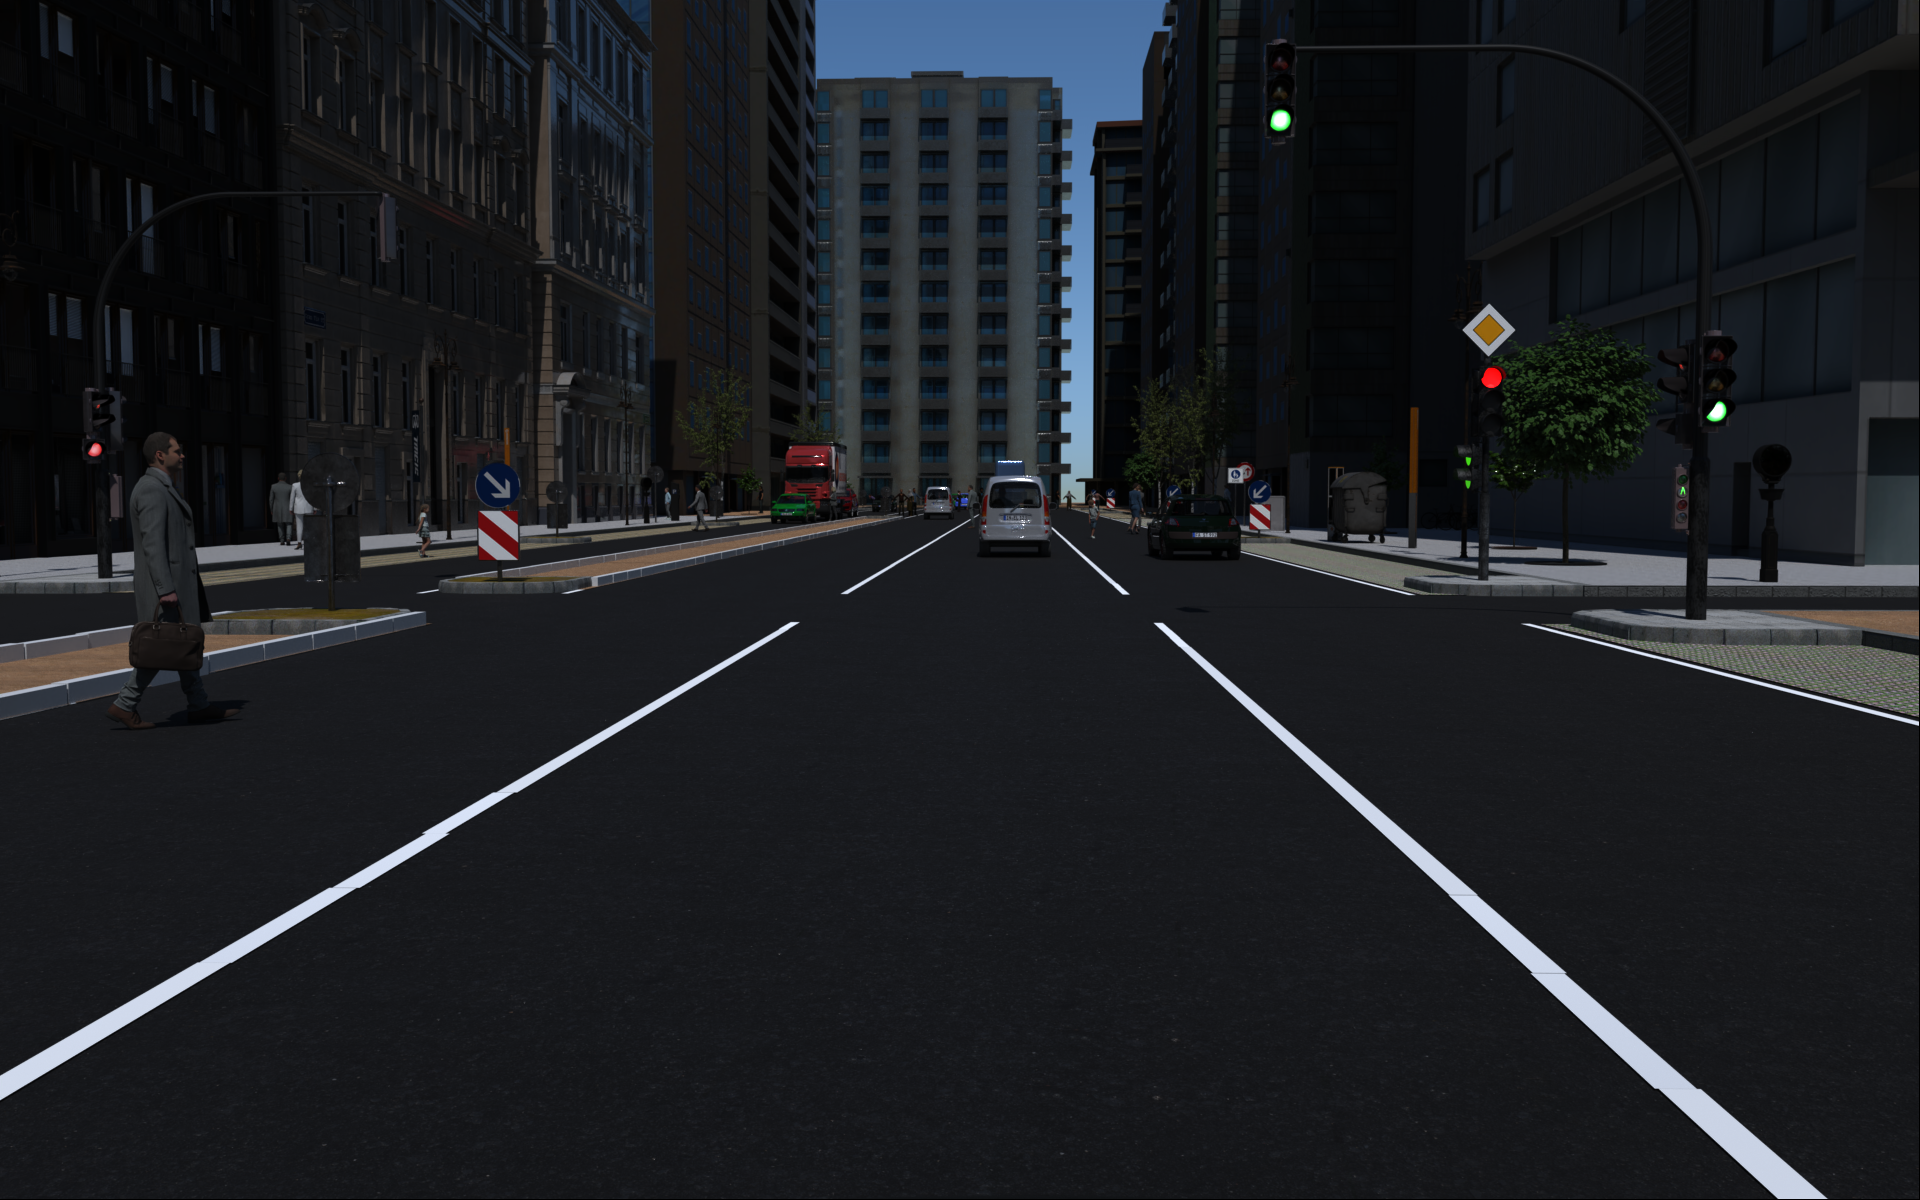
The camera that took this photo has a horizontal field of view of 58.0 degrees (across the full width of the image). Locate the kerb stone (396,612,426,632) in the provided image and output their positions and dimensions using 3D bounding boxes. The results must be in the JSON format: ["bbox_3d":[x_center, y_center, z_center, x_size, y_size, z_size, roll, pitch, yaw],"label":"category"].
[{"bbox_3d":[-5.897,0.233,18.388,0.120,0.150,1.000,0,4,2],"label":"kerb stone"}]

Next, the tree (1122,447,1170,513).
[{"bbox_3d":[12.633,-8.258,118.727,4.285,4.588,4.351,0,3,0],"label":"tree"}]

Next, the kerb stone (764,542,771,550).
[{"bbox_3d":[-5.074,-1.372,44.625,0.120,0.150,1.000,0,4,2],"label":"kerb stone"}]

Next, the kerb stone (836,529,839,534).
[{"bbox_3d":[-4.539,-2.437,62.063,0.120,0.150,1.000,0,4,2],"label":"kerb stone"}]

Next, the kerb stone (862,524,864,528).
[{"bbox_3d":[-4.218,-3.066,72.334,0.120,0.150,1.000,0,4,2],"label":"kerb stone"}]

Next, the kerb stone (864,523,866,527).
[{"bbox_3d":[-4.181,-3.129,73.357,0.120,0.150,1.000,0,4,2],"label":"kerb stone"}]

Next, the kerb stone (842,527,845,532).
[{"bbox_3d":[-4.475,-2.560,64.113,0.120,0.150,1.000,0,4,2],"label":"kerb stone"}]

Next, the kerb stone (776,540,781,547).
[{"bbox_3d":[-5.022,-1.497,46.672,0.120,0.150,1.000,0,4,2],"label":"kerb stone"}]

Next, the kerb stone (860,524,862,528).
[{"bbox_3d":[-4.251,-3.004,71.313,0.120,0.150,1.000,0,4,2],"label":"kerb stone"}]

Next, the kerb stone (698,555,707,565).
[{"bbox_3d":[-5.368,-0.803,35.389,0.120,0.150,1.000,0,4,2],"label":"kerb stone"}]

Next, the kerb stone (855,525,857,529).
[{"bbox_3d":[-4.310,-2.878,69.252,0.120,0.150,1.000,0,4,2],"label":"kerb stone"}]

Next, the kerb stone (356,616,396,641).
[{"bbox_3d":[-5.924,0.295,17.366,0.120,0.150,1.000,0,4,2],"label":"kerb stone"}]

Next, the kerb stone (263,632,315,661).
[{"bbox_3d":[-5.992,0.421,15.318,0.120,0.150,1.000,0,4,2],"label":"kerb stone"}]

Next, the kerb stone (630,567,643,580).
[{"bbox_3d":[-5.555,-0.428,29.242,0.120,0.150,1.000,0,4,2],"label":"kerb stone"}]

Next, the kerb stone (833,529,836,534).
[{"bbox_3d":[-4.572,-2.376,61.042,0.120,0.150,1.000,0,4,2],"label":"kerb stone"}]

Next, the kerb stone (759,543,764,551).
[{"bbox_3d":[-5.117,-1.303,43.594,0.120,0.150,1.000,0,4,2],"label":"kerb stone"}]

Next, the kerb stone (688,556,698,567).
[{"bbox_3d":[-5.402,-0.737,34.362,0.120,0.150,1.000,0,4,2],"label":"kerb stone"}]

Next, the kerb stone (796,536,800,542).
[{"bbox_3d":[-4.892,-1.748,50.782,0.120,0.150,1.000,0,4,2],"label":"kerb stone"}]

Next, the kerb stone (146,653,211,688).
[{"bbox_3d":[-6.051,0.550,13.275,0.120,0.150,1.000,0,4,2],"label":"kerb stone"}]

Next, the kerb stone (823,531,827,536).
[{"bbox_3d":[-4.664,-2.187,57.970,0.120,0.150,1.000,0,4,2],"label":"kerb stone"}]

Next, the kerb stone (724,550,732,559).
[{"bbox_3d":[-5.266,-0.995,38.465,0.120,0.150,1.000,0,4,2],"label":"kerb stone"}]

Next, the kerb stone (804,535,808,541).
[{"bbox_3d":[-4.824,-1.870,52.827,0.120,0.150,1.000,0,4,2],"label":"kerb stone"}]

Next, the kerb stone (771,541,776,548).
[{"bbox_3d":[-5.045,-1.434,45.647,0.120,0.150,1.000,0,4,2],"label":"kerb stone"}]

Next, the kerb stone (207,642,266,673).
[{"bbox_3d":[-6.025,0.483,14.296,0.120,0.150,1.000,0,4,2],"label":"kerb stone"}]

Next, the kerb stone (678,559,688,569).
[{"bbox_3d":[-5.432,-0.678,33.335,0.120,0.150,1.000,0,4,2],"label":"kerb stone"}]

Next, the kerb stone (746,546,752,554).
[{"bbox_3d":[-5.174,-1.183,41.541,0.120,0.150,1.000,0,4,2],"label":"kerb stone"}]

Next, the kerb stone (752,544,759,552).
[{"bbox_3d":[-5.145,-1.245,42.570,0.120,0.150,1.000,0,4,2],"label":"kerb stone"}]

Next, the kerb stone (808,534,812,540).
[{"bbox_3d":[-4.798,-1.935,53.854,0.120,0.150,1.000,0,4,2],"label":"kerb stone"}]

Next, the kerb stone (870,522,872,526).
[{"bbox_3d":[-4.086,-3.317,76.435,0.120,0.150,1.000,0,4,2],"label":"kerb stone"}]

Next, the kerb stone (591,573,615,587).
[{"bbox_3d":[-5.628,-0.305,27.198,0.120,0.150,1.000,0,4,2],"label":"kerb stone"}]

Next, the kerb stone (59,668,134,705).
[{"bbox_3d":[-6.091,0.609,12.249,0.120,0.150,1.000,0,4,2],"label":"kerb stone"}]

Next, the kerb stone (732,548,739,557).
[{"bbox_3d":[-5.246,-1.056,39.498,0.120,0.150,1.000,0,4,2],"label":"kerb stone"}]

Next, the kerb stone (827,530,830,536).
[{"bbox_3d":[-4.633,-2.247,58.992,0.120,0.150,1.000,0,4,2],"label":"kerb stone"}]

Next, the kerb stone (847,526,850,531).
[{"bbox_3d":[-4.413,-2.690,66.171,0.120,0.150,1.000,0,4,2],"label":"kerb stone"}]

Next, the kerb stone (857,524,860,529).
[{"bbox_3d":[-4.284,-2.941,70.279,0.120,0.150,1.000,0,4,2],"label":"kerb stone"}]

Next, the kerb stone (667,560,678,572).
[{"bbox_3d":[-5.463,-0.617,32.310,0.120,0.150,1.000,0,4,2],"label":"kerb stone"}]

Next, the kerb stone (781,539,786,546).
[{"bbox_3d":[-4.987,-1.556,47.697,0.120,0.150,1.000,0,4,2],"label":"kerb stone"}]

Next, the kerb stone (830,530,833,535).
[{"bbox_3d":[-4.594,-2.303,60.015,0.120,0.150,1.000,0,4,2],"label":"kerb stone"}]

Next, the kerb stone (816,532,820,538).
[{"bbox_3d":[-4.724,-2.062,55.904,0.120,0.150,1.000,0,4,2],"label":"kerb stone"}]

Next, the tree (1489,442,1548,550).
[{"bbox_3d":[12.892,-2.802,40.418,1.663,3.219,1.824,0,3,0],"label":"tree"}]

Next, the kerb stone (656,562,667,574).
[{"bbox_3d":[-5.492,-0.556,31.288,0.120,0.150,1.000,0,4,2],"label":"kerb stone"}]

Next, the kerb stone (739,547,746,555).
[{"bbox_3d":[-5.211,-1.120,40.519,0.120,0.150,1.000,0,4,2],"label":"kerb stone"}]

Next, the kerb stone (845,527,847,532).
[{"bbox_3d":[-4.446,-2.626,65.138,0.120,0.150,1.000,0,4,2],"label":"kerb stone"}]

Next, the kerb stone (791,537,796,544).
[{"bbox_3d":[-4.917,-1.682,49.755,0.120,0.150,1.000,0,4,2],"label":"kerb stone"}]

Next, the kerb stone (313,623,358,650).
[{"bbox_3d":[-5.957,0.358,16.339,0.120,0.150,1.000,0,4,2],"label":"kerb stone"}]

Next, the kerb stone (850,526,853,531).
[{"bbox_3d":[-4.372,-2.753,67.201,0.120,0.150,1.000,0,4,2],"label":"kerb stone"}]

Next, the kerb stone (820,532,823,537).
[{"bbox_3d":[-4.691,-2.118,56.944,0.120,0.150,1.000,0,4,2],"label":"kerb stone"}]

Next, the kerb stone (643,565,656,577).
[{"bbox_3d":[-5.519,-0.492,30.263,0.120,0.150,1.000,0,4,2],"label":"kerb stone"}]

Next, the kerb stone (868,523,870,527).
[{"bbox_3d":[-4.122,-3.255,75.413,0.120,0.150,1.000,0,4,2],"label":"kerb stone"}]

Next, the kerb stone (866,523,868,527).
[{"bbox_3d":[-4.151,-3.192,74.383,0.120,0.150,1.000,0,4,2],"label":"kerb stone"}]

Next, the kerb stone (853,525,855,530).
[{"bbox_3d":[-4.345,-2.815,68.223,0.120,0.150,1.000,0,4,2],"label":"kerb stone"}]

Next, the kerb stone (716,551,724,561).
[{"bbox_3d":[-5.304,-0.933,37.443,0.120,0.150,1.000,0,4,2],"label":"kerb stone"}]

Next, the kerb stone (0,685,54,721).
[{"bbox_3d":[-6.121,0.676,11.227,0.120,0.150,1.000,0,4,2],"label":"kerb stone"}]

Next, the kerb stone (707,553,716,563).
[{"bbox_3d":[-5.333,-0.869,36.414,0.120,0.150,1.000,0,4,2],"label":"kerb stone"}]

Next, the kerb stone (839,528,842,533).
[{"bbox_3d":[-4.502,-2.500,63.085,0.120,0.150,1.000,0,4,2],"label":"kerb stone"}]

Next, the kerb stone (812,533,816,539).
[{"bbox_3d":[-4.759,-1.998,54.883,0.120,0.150,1.000,0,4,2],"label":"kerb stone"}]

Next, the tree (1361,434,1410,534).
[{"bbox_3d":[13.573,-3.744,55.808,1.663,3.219,1.824,0,3,0],"label":"tree"}]

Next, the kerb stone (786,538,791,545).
[{"bbox_3d":[-4.945,-1.621,48.724,0.120,0.150,1.000,0,4,2],"label":"kerb stone"}]

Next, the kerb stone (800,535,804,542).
[{"bbox_3d":[-4.861,-1.811,51.804,0.120,0.150,1.000,0,4,2],"label":"kerb stone"}]

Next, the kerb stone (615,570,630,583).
[{"bbox_3d":[-5.589,-0.368,28.220,0.120,0.150,1.000,0,4,2],"label":"kerb stone"}]
